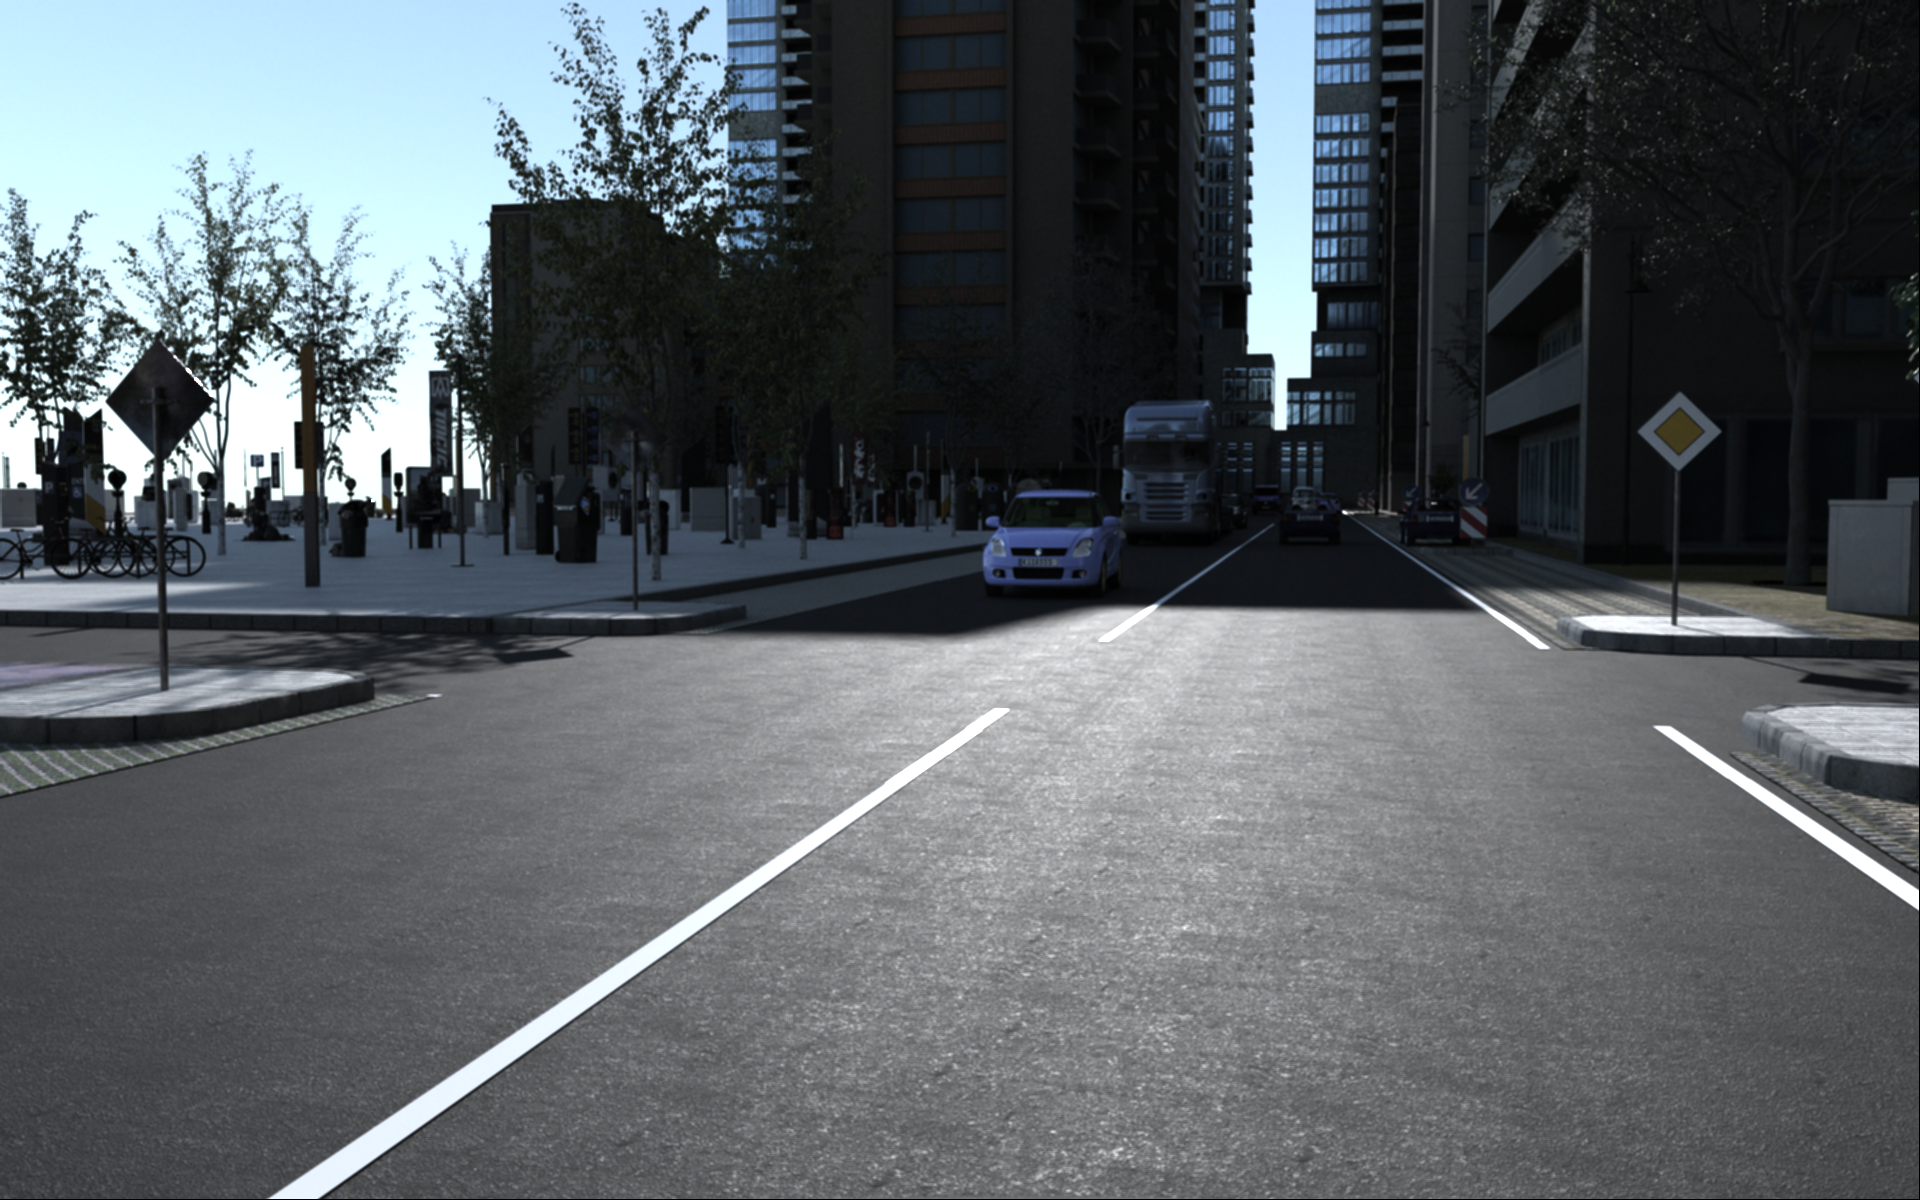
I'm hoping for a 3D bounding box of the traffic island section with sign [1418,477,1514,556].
[{"bbox_3d":[11.996,-1.983,41.050,1.989,1.847,2.006,1,4,12],"label":"traffic island section with sign"}]

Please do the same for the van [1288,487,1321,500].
[{"bbox_3d":[20.780,-5.957,104.409,2.013,2.044,4.112,1,4,12],"label":"van"}]

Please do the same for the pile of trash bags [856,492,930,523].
[{"bbox_3d":[-3.047,-4.134,77.342,3.447,1.369,1.912,-1,4,-12],"label":"pile of trash bags"}]

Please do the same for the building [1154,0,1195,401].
[{"bbox_3d":[9.982,-29.317,129.443,14.600,45.320,14.200,1,4,12],"label":"building"}]

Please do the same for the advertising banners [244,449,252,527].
[{"bbox_3d":[-27.768,-4.361,67.488,0.090,3.025,2.074,-1,4,-17],"label":"advertising banners"}]

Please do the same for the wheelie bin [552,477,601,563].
[{"bbox_3d":[-7.189,-1.503,32.478,0.980,1.594,0.693,2,4,33],"label":"wheelie bin"}]

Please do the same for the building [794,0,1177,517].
[{"bbox_3d":[1.876,-27.779,108.805,22.147,44.769,28.867,1,4,12],"label":"building"}]

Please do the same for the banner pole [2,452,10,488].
[{"bbox_3d":[-56.490,-6.884,102.576,0.863,3.779,0.401,2,4,31],"label":"banner pole"}]

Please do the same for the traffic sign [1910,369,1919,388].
[{"bbox_3d":[5.373,-0.332,9.066,0.795,2.450,0.064,1,4,12],"label":"traffic sign"}]

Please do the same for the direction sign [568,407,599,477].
[{"bbox_3d":[-9.869,-3.270,45.465,0.876,3.537,0.379,1,4,18],"label":"direction sign"}]

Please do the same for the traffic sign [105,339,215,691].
[{"bbox_3d":[-5.195,-0.466,11.258,0.795,2.450,0.064,1,4,12],"label":"traffic sign"}]

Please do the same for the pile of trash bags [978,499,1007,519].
[{"bbox_3d":[1.166,-4.833,88.771,1.912,1.369,3.447,-2,4,-27],"label":"pile of trash bags"}]

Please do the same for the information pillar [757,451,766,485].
[{"bbox_3d":[-10.413,-6.101,91.107,0.504,3.616,0.183,-1,4,-9],"label":"information pillar"}]

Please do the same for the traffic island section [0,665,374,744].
[{"bbox_3d":[-5.220,0.670,11.325,2.009,0.180,2.903,1,4,12],"label":"traffic island section"}]

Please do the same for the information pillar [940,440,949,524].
[{"bbox_3d":[-0.639,-5.092,74.608,0.183,3.616,0.504,3,4,37],"label":"information pillar"}]

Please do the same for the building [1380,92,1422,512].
[{"bbox_3d":[38.699,-21.718,126.794,14.160,30.474,14.107,1,4,12],"label":"building"}]

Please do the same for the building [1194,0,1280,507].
[{"bbox_3d":[18.325,-53.416,186.030,31.000,86.520,22.319,1,4,12],"label":"building"}]

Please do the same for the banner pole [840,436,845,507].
[{"bbox_3d":[-5.071,-5.177,74.668,0.401,3.779,0.863,-1,4,-19],"label":"banner pole"}]

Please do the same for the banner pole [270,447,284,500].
[{"bbox_3d":[-36.055,-6.217,91.667,0.401,3.779,0.863,3,5,44],"label":"banner pole"}]

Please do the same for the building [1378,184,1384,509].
[{"bbox_3d":[41.796,-22.645,141.947,14.160,30.474,14.107,1,4,12],"label":"building"}]

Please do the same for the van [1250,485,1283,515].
[{"bbox_3d":[21.384,-7.117,120.741,2.240,2.365,5.245,1,4,11],"label":"van"}]

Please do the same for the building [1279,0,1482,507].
[{"bbox_3d":[48.702,-53.039,179.854,31.000,86.520,22.319,1,4,12],"label":"building"}]

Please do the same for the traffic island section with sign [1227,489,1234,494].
[{"bbox_3d":[22.765,-8.363,145.357,1.989,1.847,2.006,1,4,12],"label":"traffic island section with sign"}]

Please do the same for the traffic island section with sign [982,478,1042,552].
[{"bbox_3d":[1.694,-2.113,43.177,1.989,1.847,2.006,1,4,12],"label":"traffic island section with sign"}]

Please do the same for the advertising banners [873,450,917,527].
[{"bbox_3d":[-2.699,-4.360,67.471,2.074,3.025,0.090,0,4,-2],"label":"advertising banners"}]

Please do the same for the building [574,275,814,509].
[{"bbox_3d":[-16.703,-19.396,162.165,28.899,21.520,27.650,1,4,12],"label":"building"}]

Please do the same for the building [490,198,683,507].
[{"bbox_3d":[-37.312,-24.563,173.312,14.107,30.474,14.160,1,4,12],"label":"building"}]

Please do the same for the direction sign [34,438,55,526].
[{"bbox_3d":[-36.836,-4.758,69.786,0.379,3.537,0.876,2,4,24],"label":"direction sign"}]

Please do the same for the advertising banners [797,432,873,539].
[{"bbox_3d":[-3.564,-3.224,48.894,2.074,3.025,0.090,0,4,6],"label":"advertising banners"}]

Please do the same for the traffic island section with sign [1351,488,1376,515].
[{"bbox_3d":[27.653,-6.628,117.003,1.989,1.847,2.006,1,4,12],"label":"traffic island section with sign"}]

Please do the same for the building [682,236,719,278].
[{"bbox_3d":[-35.723,-25.860,194.515,14.107,30.474,14.160,1,4,12],"label":"building"}]

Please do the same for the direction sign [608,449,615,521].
[{"bbox_3d":[-16.410,-5.472,81.468,0.379,3.537,0.876,0,4,-1],"label":"direction sign"}]

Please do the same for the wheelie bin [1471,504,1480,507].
[{"bbox_3d":[19.436,-3.458,64.450,0.980,1.594,0.693,3,5,40],"label":"wheelie bin"}]

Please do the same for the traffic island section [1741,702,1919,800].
[{"bbox_3d":[5.398,0.804,9.138,2.009,0.180,2.903,1,4,12],"label":"traffic island section"}]

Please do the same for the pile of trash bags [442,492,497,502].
[{"bbox_3d":[-28.139,-5.452,98.894,3.447,1.369,1.912,-1,4,-23],"label":"pile of trash bags"}]

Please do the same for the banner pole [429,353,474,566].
[{"bbox_3d":[-9.087,-2.496,30.829,0.863,3.779,0.401,1,4,18],"label":"banner pole"}]

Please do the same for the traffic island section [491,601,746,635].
[{"bbox_3d":[-3.607,0.192,19.146,2.009,0.180,2.903,1,4,12],"label":"traffic island section"}]

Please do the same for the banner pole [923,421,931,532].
[{"bbox_3d":[-1.099,-4.228,59.140,0.401,3.779,0.863,0,4,-6],"label":"banner pole"}]

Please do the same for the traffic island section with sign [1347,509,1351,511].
[{"bbox_3d":[33.170,-8.263,143.728,1.989,1.847,2.006,1,4,12],"label":"traffic island section with sign"}]

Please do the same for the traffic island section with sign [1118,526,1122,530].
[{"bbox_3d":[7.193,-3.745,69.859,1.989,1.847,2.006,1,4,12],"label":"traffic island section with sign"}]

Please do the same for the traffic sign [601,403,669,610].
[{"bbox_3d":[-3.582,-0.944,19.079,0.795,2.450,0.064,1,4,12],"label":"traffic sign"}]

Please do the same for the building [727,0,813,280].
[{"bbox_3d":[-12.745,-53.816,192.568,31.000,86.520,22.319,1,4,12],"label":"building"}]

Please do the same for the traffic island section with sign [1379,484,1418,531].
[{"bbox_3d":[17.569,-3.635,68.063,1.989,1.847,2.006,1,4,12],"label":"traffic island section with sign"}]

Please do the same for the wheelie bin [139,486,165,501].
[{"bbox_3d":[-32.842,-3.828,70.490,0.980,1.594,0.693,-3,4,-36],"label":"wheelie bin"}]

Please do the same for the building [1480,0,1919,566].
[{"bbox_3d":[24.002,-25.367,38.447,21.300,48.544,21.600,1,4,12],"label":"building"}]

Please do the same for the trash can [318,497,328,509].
[{"bbox_3d":[-37.614,-5.534,102.138,0.748,1.137,0.748,0,3,0],"label":"trash can"}]

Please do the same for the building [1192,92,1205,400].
[{"bbox_3d":[9.204,-28.247,153.724,23.993,40.220,32.217,1,4,12],"label":"building"}]

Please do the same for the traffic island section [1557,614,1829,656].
[{"bbox_3d":[7.011,0.325,16.959,2.009,0.180,2.903,1,4,12],"label":"traffic island section"}]

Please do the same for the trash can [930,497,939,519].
[{"bbox_3d":[-1.400,-4.518,85.514,0.748,1.137,0.748,0,3,0],"label":"trash can"}]

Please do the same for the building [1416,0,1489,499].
[{"bbox_3d":[38.663,-34.376,104.044,21.231,58.520,28.212,1,4,12],"label":"building"}]

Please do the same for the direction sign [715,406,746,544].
[{"bbox_3d":[-6.020,-3.224,44.706,0.379,3.537,0.876,2,4,32],"label":"direction sign"}]

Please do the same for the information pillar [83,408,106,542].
[{"bbox_3d":[-23.376,-3.391,46.798,0.504,3.616,0.183,-2,4,-32],"label":"information pillar"}]

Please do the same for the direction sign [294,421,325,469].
[{"bbox_3d":[-20.301,-3.799,54.109,0.876,3.537,0.379,-2,4,-29],"label":"direction sign"}]

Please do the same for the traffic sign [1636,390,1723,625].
[{"bbox_3d":[6.986,-0.810,16.887,0.795,2.450,0.064,1,4,12],"label":"traffic sign"}]
